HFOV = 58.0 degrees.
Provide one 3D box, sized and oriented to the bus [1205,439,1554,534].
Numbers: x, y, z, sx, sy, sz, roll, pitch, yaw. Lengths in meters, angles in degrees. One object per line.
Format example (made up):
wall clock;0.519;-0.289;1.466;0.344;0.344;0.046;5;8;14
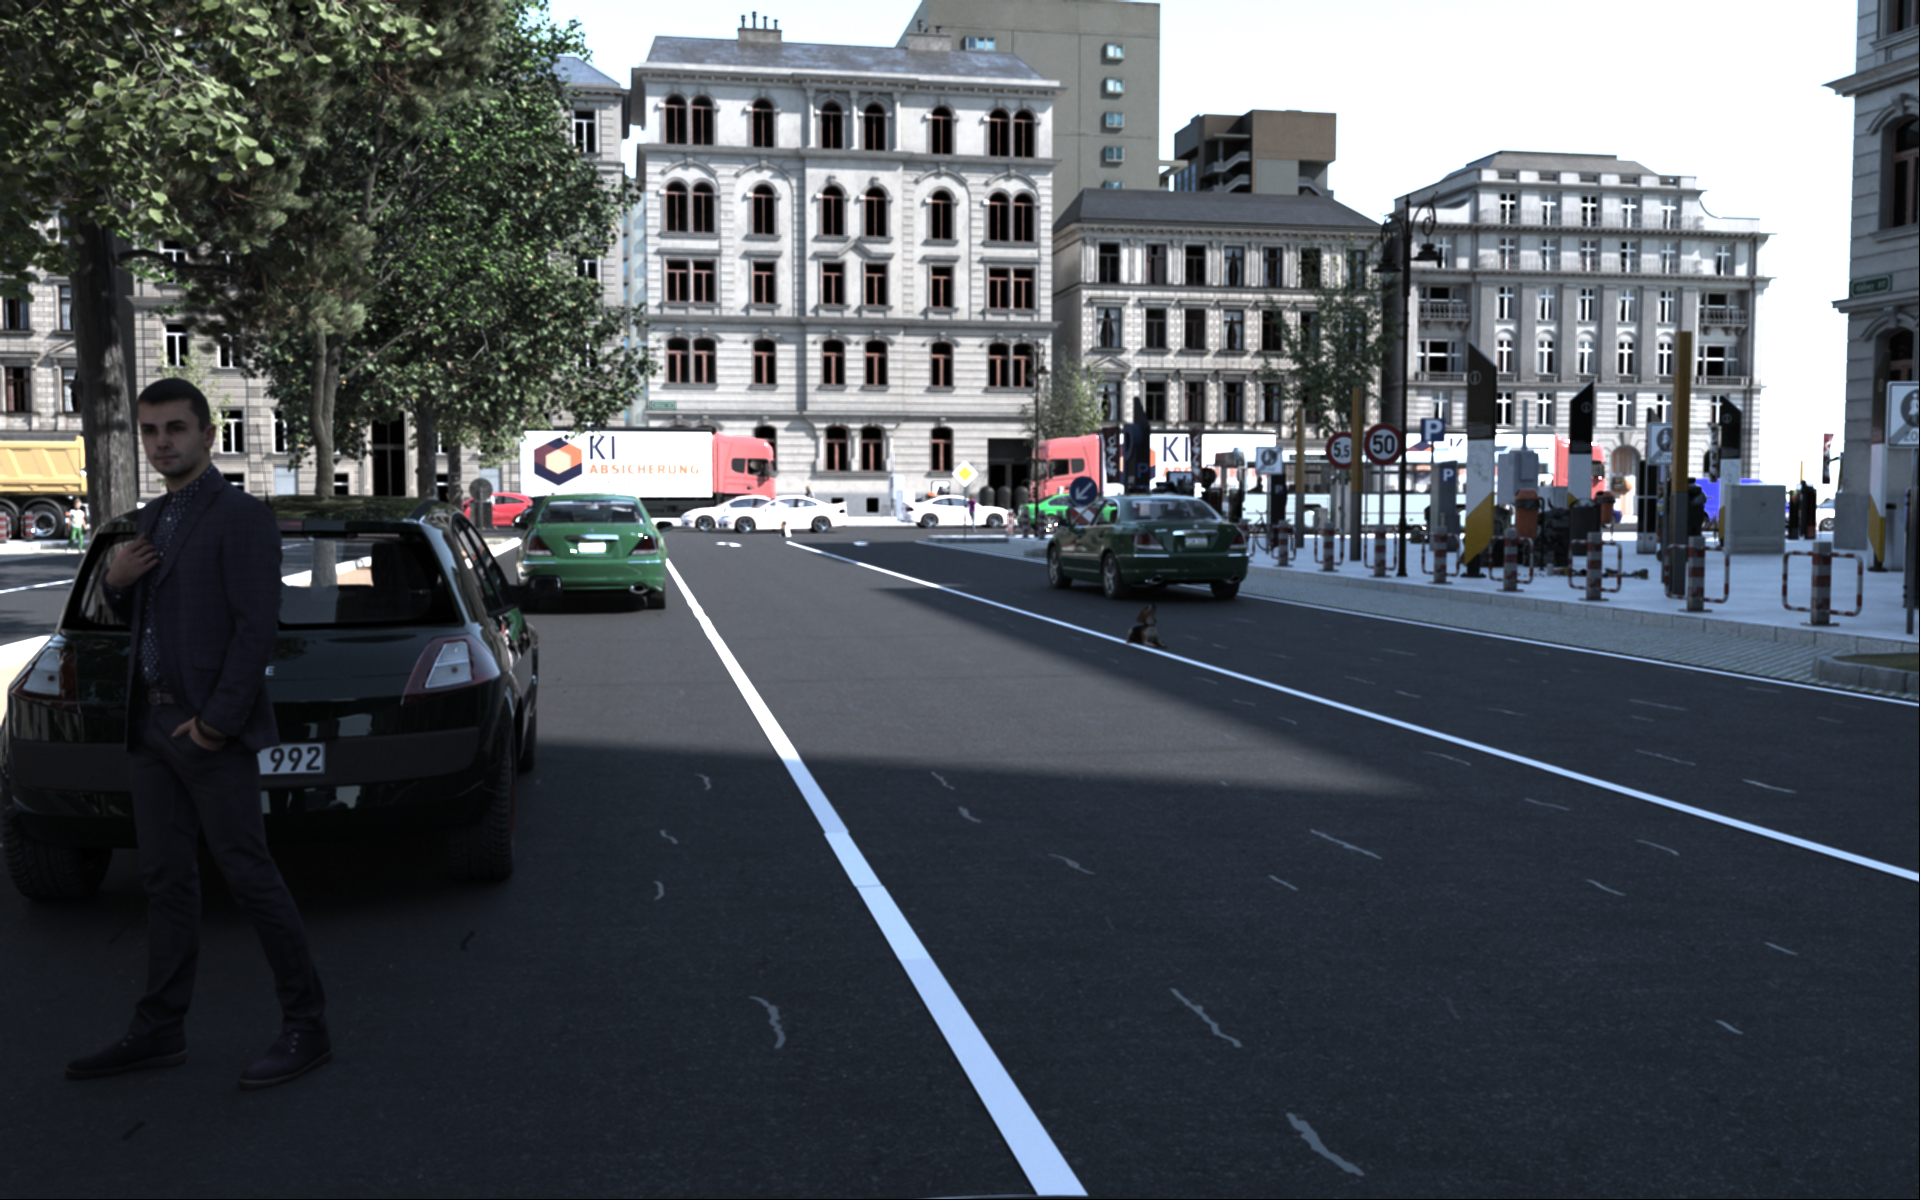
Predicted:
bus;15.123;-4.220;63.863;13.247;3.499;2.948;-1;4;-10

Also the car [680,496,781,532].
car;-8.399;-3.343;67.023;4.827;1.381;2.083;-1;4;-9

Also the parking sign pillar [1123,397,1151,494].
parking sign pillar;4.832;-3.598;47.307;1.447;3.967;1.447;-1;4;-9

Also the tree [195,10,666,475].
tree;-10.741;-7.044;34.633;9.611;12.733;9.660;0;3;0

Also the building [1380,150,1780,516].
building;35.814;-16.254;107.551;24.055;21.916;13.314;-1;4;-11

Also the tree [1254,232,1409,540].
tree;10.412;-5.966;47.902;4.737;8.622;4.395;0;3;0

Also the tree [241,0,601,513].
tree;-12.720;-7.490;43.047;7.486;12.596;7.792;0;3;0

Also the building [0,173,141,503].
building;-52.459;-13.782;89.970;19.286;19.102;10.561;-1;4;-11

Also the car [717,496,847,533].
car;-6.596;-3.172;64.217;4.827;1.381;2.083;-1;4;-13

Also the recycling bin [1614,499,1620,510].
recycling bin;33.669;-4.723;89.768;0.722;1.027;0.722;-1;4;-18

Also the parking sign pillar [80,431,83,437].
parking sign pillar;-36.954;-5.241;74.160;1.447;3.967;1.447;0;4;-7

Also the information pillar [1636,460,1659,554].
information pillar;14.690;-1.988;37.000;0.304;2.012;0.304;-1;4;-11

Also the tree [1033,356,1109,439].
tree;6.185;-8.694;92.502;4.737;8.622;4.395;0;3;0

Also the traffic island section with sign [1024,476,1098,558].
traffic island section with sign;2.518;-1.884;39.429;1.989;1.847;2.006;-1;4;-11

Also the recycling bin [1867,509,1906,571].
recycling bin;15.774;-1.010;29.065;0.722;1.027;0.722;0;4;-8

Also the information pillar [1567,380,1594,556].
information pillar;12.829;-2.718;35.794;0.504;3.616;0.183;0;4;-6

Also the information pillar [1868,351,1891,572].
information pillar;15.186;-2.278;28.605;0.183;3.616;0.504;0;4;8

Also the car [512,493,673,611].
car;-4.830;-0.673;22.803;2.131;1.459;4.920;-1;4;-12

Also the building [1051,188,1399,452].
building;14.667;-14.571;102.860;19.286;19.102;10.561;-1;4;-11

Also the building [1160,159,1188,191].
building;5.697;-30.327;187.735;32.217;40.220;23.993;-1;4;-11

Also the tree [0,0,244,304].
tree;-5.847;-5.337;7.845;7.486;12.596;7.792;0;3;0

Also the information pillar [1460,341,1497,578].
information pillar;7.957;-2.150;26.504;0.183;3.616;0.504;-3;4;-38

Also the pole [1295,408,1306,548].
pole;8.086;-2.894;41.155;0.158;3.312;0.155;0;3;0

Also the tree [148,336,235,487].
tree;-35.970;-7.959;80.498;4.737;8.622;4.395;0;3;0

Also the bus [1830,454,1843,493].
bus;43.445;-5.068;74.411;12.252;3.916;2.896;-1;4;-12

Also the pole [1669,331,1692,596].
pole;9.082;-1.713;21.846;0.158;3.312;0.155;0;3;0

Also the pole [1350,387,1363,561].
pole;7.605;-2.407;33.205;0.158;3.312;0.155;0;3;0

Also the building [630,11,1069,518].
building;-6.898;-19.103;99.723;23.554;28.519;14.401;-1;4;-11

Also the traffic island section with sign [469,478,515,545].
traffic island section with sign;-13.641;-2.508;49.136;2.006;1.907;1.989;-1;4;-11

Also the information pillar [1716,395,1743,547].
information pillar;18.146;-3.026;40.822;0.183;3.616;0.504;-3;4;-38

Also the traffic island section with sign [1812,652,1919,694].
traffic island section with sign;7.634;-0.265;12.962;1.989;1.847;2.006;-1;4;-11

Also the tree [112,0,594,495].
tree;-8.946;-5.875;24.266;9.928;11.665;9.643;0;3;0

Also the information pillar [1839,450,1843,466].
information pillar;47.239;-6.194;92.619;0.183;3.616;0.504;-3;5;-41

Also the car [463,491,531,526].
car;-18.173;-3.503;66.319;4.494;1.783;2.155;-1;4;-10

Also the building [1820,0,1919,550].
building;28.669;-14.838;29.989;14.401;28.519;23.554;-1;4;-11

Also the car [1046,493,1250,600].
car;2.609;-0.814;25.109;2.131;1.459;4.920;-1;4;-13

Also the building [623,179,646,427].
building;-44.733;-39.136;259.480;30.456;49.044;23.786;-1;4;-11

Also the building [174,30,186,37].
building;-66.110;-27.961;140.760;14.154;41.232;14.086;-1;4;-11

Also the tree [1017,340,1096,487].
tree;4.522;-8.157;83.734;4.360;8.622;3.978;0;3;0

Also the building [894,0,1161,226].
building;5.744;-33.040;163.905;21.300;48.544;21.600;-1;4;-11

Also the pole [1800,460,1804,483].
pole;50.170;-6.693;103.271;0.158;3.312;0.155;0;3;0

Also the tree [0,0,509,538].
tree;-7.749;-6.448;15.313;7.806;13.903;7.818;0;3;0

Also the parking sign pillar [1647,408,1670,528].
parking sign pillar;22.061;-4.029;54.342;1.447;3.967;1.447;-3;4;-37

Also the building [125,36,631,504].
building;-30.662;-18.180;94.513;25.104;27.353;12.463;-1;4;-11

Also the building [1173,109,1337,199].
building;33.236;-33.514;198.069;14.200;45.320;14.600;-1;4;-11

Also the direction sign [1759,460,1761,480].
direction sign;52.767;-7.501;114.632;0.379;3.537;0.876;0;4;2

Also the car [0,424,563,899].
car;-2.788;0.131;7.644;2.009;1.686;4.222;-1;4;-12
